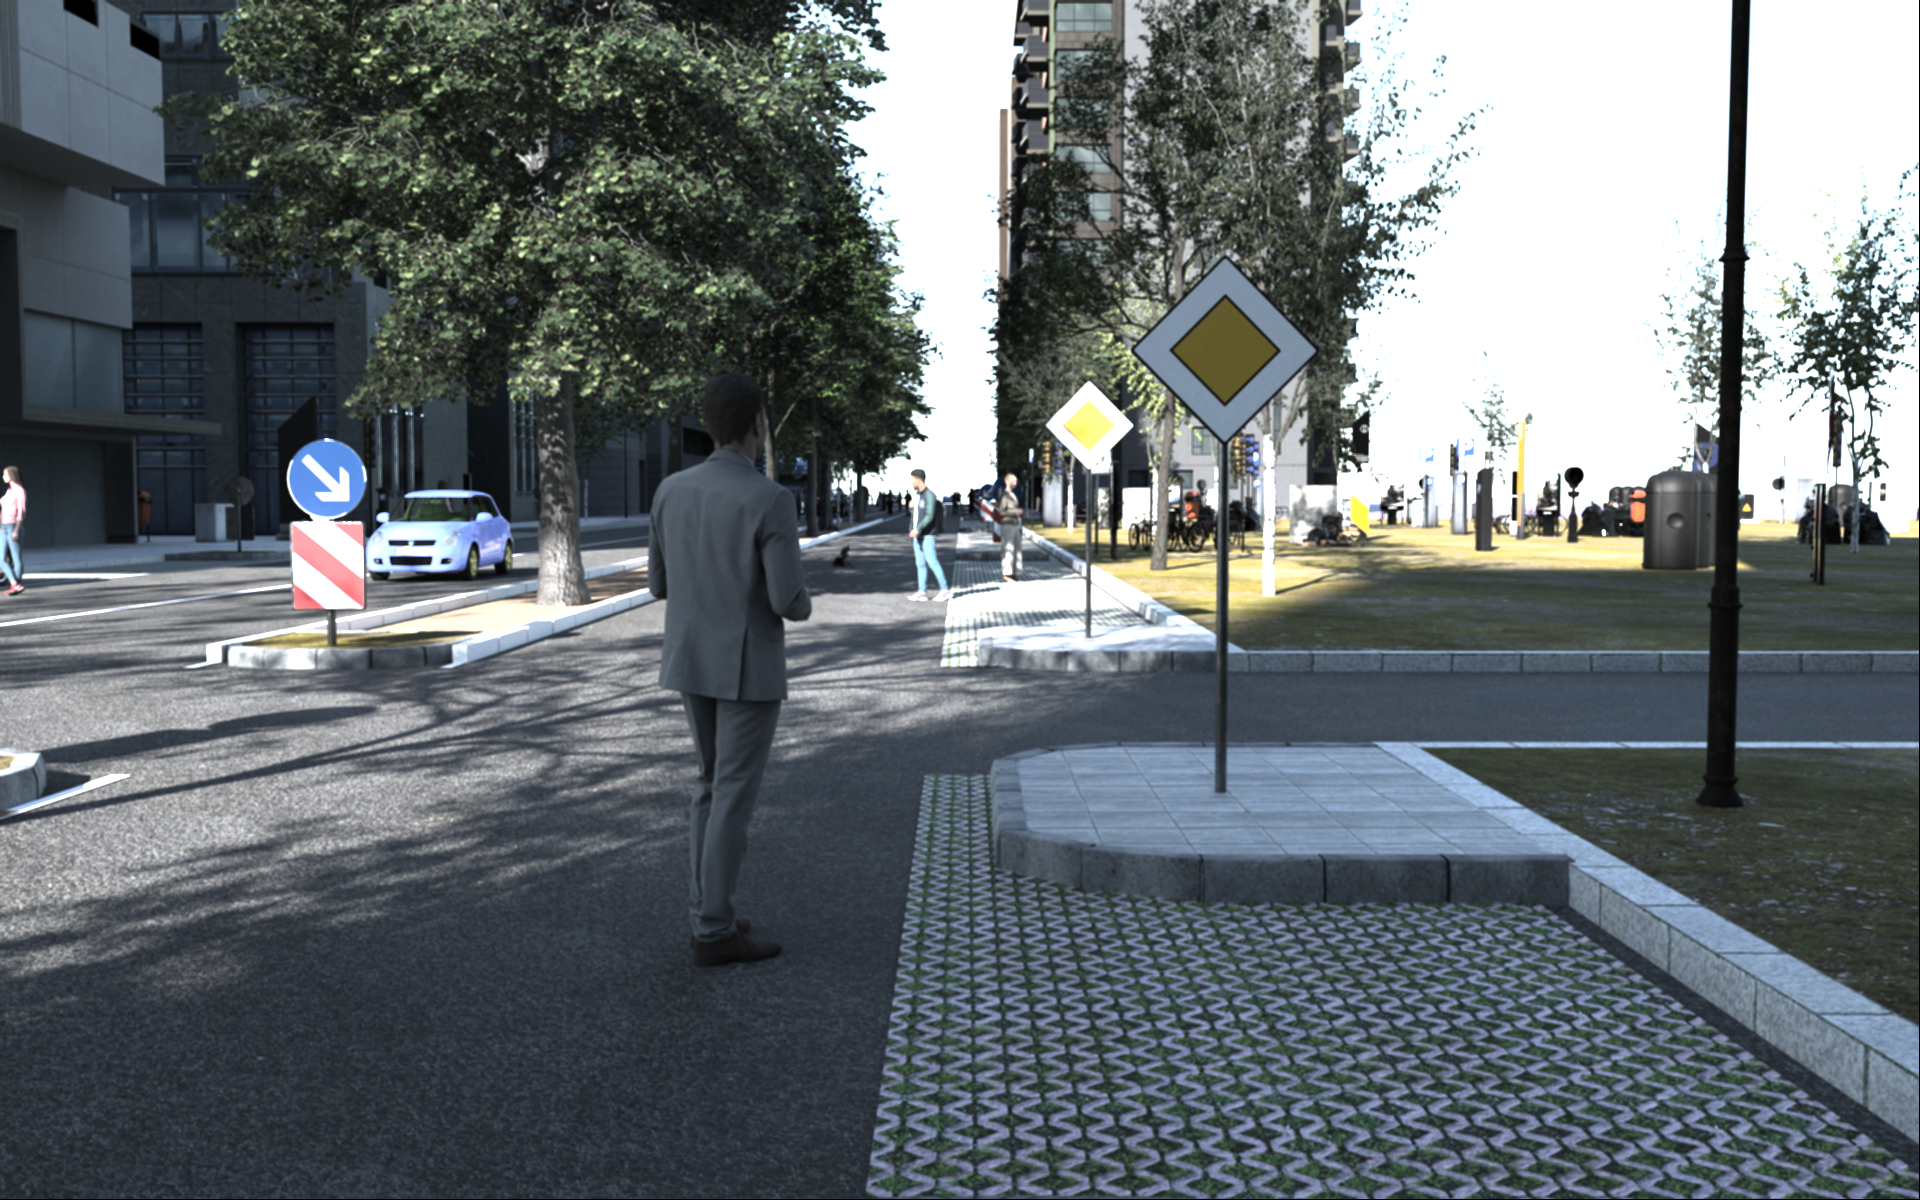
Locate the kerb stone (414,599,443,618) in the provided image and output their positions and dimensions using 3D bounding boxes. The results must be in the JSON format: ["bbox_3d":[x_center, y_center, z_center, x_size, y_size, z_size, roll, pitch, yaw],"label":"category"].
[{"bbox_3d":[-6.321,0.113,20.344,0.120,0.150,1.000,0,4,0],"label":"kerb stone"}]

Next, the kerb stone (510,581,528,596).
[{"bbox_3d":[-6.314,-0.137,24.443,0.120,0.150,1.000,0,4,0],"label":"kerb stone"}]

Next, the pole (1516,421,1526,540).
[{"bbox_3d":[15.737,-3.347,48.563,0.158,3.312,0.155,0,3,0],"label":"pole"}]

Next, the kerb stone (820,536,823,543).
[{"bbox_3d":[-4.144,-1.702,50.026,0.120,0.150,1.000,0,4,0],"label":"kerb stone"}]

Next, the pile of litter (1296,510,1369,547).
[{"bbox_3d":[9.189,-1.754,42.640,1.719,0.858,1.176,1,4,22],"label":"pile of litter"}]

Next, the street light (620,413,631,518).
[{"bbox_3d":[-17.806,-7.305,92.221,0.468,5.910,1.993,0,4,0],"label":"street light"}]

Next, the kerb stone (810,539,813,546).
[{"bbox_3d":[-4.149,-1.514,46.956,0.120,0.150,1.000,0,4,0],"label":"kerb stone"}]

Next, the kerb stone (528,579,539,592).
[{"bbox_3d":[-6.306,-0.200,25.465,0.120,0.150,1.000,0,4,0],"label":"kerb stone"}]

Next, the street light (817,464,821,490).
[{"bbox_3d":[-17.530,-14.859,215.734,0.468,5.910,1.993,0,4,0],"label":"street light"}]

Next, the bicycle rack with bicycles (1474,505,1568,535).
[{"bbox_3d":[18.002,-2.577,55.512,2.925,0.926,2.852,1,4,16],"label":"bicycle rack with bicycles"}]

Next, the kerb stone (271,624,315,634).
[{"bbox_3d":[-6.326,0.366,16.248,0.120,0.150,1.000,0,4,0],"label":"kerb stone"}]

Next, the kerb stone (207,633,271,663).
[{"bbox_3d":[-6.336,0.427,15.216,0.120,0.150,1.000,0,4,0],"label":"kerb stone"}]

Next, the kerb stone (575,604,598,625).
[{"bbox_3d":[-4.221,0.182,19.273,0.120,0.150,1.000,0,4,0],"label":"kerb stone"}]

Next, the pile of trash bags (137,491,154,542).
[{"bbox_3d":[-23.086,-2.239,46.358,3.447,1.369,1.912,1,4,15],"label":"pile of trash bags"}]

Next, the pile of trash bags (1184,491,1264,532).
[{"bbox_3d":[8.791,-3.017,59.084,1.912,1.369,3.447,3,5,43],"label":"pile of trash bags"}]

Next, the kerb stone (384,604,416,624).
[{"bbox_3d":[-6.321,0.184,19.317,0.120,0.150,1.000,0,4,0],"label":"kerb stone"}]

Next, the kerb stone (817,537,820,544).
[{"bbox_3d":[-4.145,-1.639,48.999,0.120,0.150,1.000,0,4,0],"label":"kerb stone"}]

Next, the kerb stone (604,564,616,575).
[{"bbox_3d":[-6.290,-0.514,30.596,0.120,0.150,1.000,0,4,0],"label":"kerb stone"}]

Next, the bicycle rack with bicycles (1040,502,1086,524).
[{"bbox_3d":[5.129,-4.020,79.108,2.852,0.926,2.925,2,4,29],"label":"bicycle rack with bicycles"}]

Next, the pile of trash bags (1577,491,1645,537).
[{"bbox_3d":[19.840,-2.577,51.879,1.912,1.369,3.447,0,4,2],"label":"pile of trash bags"}]

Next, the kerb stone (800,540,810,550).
[{"bbox_3d":[-4.149,-1.452,45.932,0.120,0.150,1.000,0,4,0],"label":"kerb stone"}]

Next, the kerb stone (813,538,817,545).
[{"bbox_3d":[-4.143,-1.577,47.977,0.120,0.150,1.000,0,4,0],"label":"kerb stone"}]

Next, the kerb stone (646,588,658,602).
[{"bbox_3d":[-4.209,-0.072,23.376,0.120,0.150,1.000,0,4,0],"label":"kerb stone"}]

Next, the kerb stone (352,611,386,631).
[{"bbox_3d":[-6.324,0.242,18.295,0.120,0.150,1.000,0,4,0],"label":"kerb stone"}]

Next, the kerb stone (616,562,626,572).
[{"bbox_3d":[-6.298,-0.574,31.618,0.120,0.150,1.000,0,4,0],"label":"kerb stone"}]

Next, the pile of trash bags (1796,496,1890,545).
[{"bbox_3d":[23.364,-2.119,44.394,3.447,1.369,1.912,2,4,25],"label":"pile of trash bags"}]

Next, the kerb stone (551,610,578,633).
[{"bbox_3d":[-4.224,0.242,18.251,0.120,0.150,1.000,0,4,0],"label":"kerb stone"}]

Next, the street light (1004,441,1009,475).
[{"bbox_3d":[3.443,-9.368,125.947,0.468,5.910,1.993,0,4,0],"label":"street light"}]

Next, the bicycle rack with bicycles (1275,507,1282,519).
[{"bbox_3d":[5.913,-1.823,43.193,2.925,0.926,2.852,-3,5,-41],"label":"bicycle rack with bicycles"}]

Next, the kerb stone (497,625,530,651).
[{"bbox_3d":[-4.232,0.368,16.186,0.120,0.150,1.000,0,4,0],"label":"kerb stone"}]

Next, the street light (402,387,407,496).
[{"bbox_3d":[-17.830,-5.065,55.601,0.468,5.910,1.993,0,4,0],"label":"street light"}]

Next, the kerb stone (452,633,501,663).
[{"bbox_3d":[-4.236,0.430,15.161,0.120,0.150,1.000,0,4,0],"label":"kerb stone"}]

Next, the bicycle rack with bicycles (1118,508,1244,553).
[{"bbox_3d":[5.155,-1.555,38.807,2.852,0.926,2.925,0,4,-5],"label":"bicycle rack with bicycles"}]

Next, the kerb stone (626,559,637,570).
[{"bbox_3d":[-6.287,-0.633,32.650,0.120,0.150,1.000,0,4,0],"label":"kerb stone"}]

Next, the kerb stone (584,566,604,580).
[{"bbox_3d":[-6.293,-0.451,29.574,0.120,0.150,1.000,0,4,0],"label":"kerb stone"}]

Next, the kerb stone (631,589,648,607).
[{"bbox_3d":[-4.212,-0.007,22.348,0.120,0.150,1.000,0,4,0],"label":"kerb stone"}]

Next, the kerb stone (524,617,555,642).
[{"bbox_3d":[-4.230,0.305,17.215,0.120,0.150,1.000,0,4,0],"label":"kerb stone"}]

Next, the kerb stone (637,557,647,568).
[{"bbox_3d":[-6.286,-0.702,33.672,0.120,0.150,1.000,0,4,0],"label":"kerb stone"}]

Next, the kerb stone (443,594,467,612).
[{"bbox_3d":[-6.317,0.058,21.372,0.120,0.150,1.000,0,4,0],"label":"kerb stone"}]

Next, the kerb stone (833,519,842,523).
[{"bbox_3d":[-6.153,-3.960,86.938,0.120,0.150,1.000,0,4,0],"label":"kerb stone"}]

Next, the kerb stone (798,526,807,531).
[{"bbox_3d":[-6.195,-2.825,68.501,0.120,0.150,1.000,0,4,0],"label":"kerb stone"}]

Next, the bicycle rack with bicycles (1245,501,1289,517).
[{"bbox_3d":[15.507,-4.652,89.447,2.925,0.926,2.852,-1,4,-20],"label":"bicycle rack with bicycles"}]

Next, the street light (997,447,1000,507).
[{"bbox_3d":[3.699,-11.813,165.928,0.468,5.910,1.993,0,4,0],"label":"street light"}]

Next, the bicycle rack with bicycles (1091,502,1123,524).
[{"bbox_3d":[7.198,-3.430,69.462,2.925,0.926,2.852,-2,4,-32],"label":"bicycle rack with bicycles"}]

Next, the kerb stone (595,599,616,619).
[{"bbox_3d":[-4.221,0.118,20.295,0.120,0.150,1.000,0,4,0],"label":"kerb stone"}]

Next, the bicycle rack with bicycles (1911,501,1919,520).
[{"bbox_3d":[47.606,-4.332,84.205,2.852,0.926,2.925,3,4,39],"label":"bicycle rack with bicycles"}]

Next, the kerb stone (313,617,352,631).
[{"bbox_3d":[-6.329,0.303,17.270,0.120,0.150,1.000,0,4,0],"label":"kerb stone"}]

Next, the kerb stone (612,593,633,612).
[{"bbox_3d":[-4.218,0.053,21.326,0.120,0.150,1.000,0,4,0],"label":"kerb stone"}]

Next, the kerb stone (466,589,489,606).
[{"bbox_3d":[-6.317,-0.012,22.394,0.120,0.150,1.000,0,4,0],"label":"kerb stone"}]

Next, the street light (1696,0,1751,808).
[{"bbox_3d":[3.144,-2.092,6.989,0.468,5.910,1.993,0,4,0],"label":"street light"}]

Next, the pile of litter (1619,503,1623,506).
[{"bbox_3d":[30.623,-4.065,80.428,1.719,0.858,1.176,2,4,32],"label":"pile of litter"}]

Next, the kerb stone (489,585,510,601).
[{"bbox_3d":[-6.313,-0.075,23.417,0.120,0.150,1.000,0,4,0],"label":"kerb stone"}]

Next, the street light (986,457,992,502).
[{"bbox_3d":[3.712,-14.499,209.853,0.468,5.910,1.993,0,4,0],"label":"street light"}]
